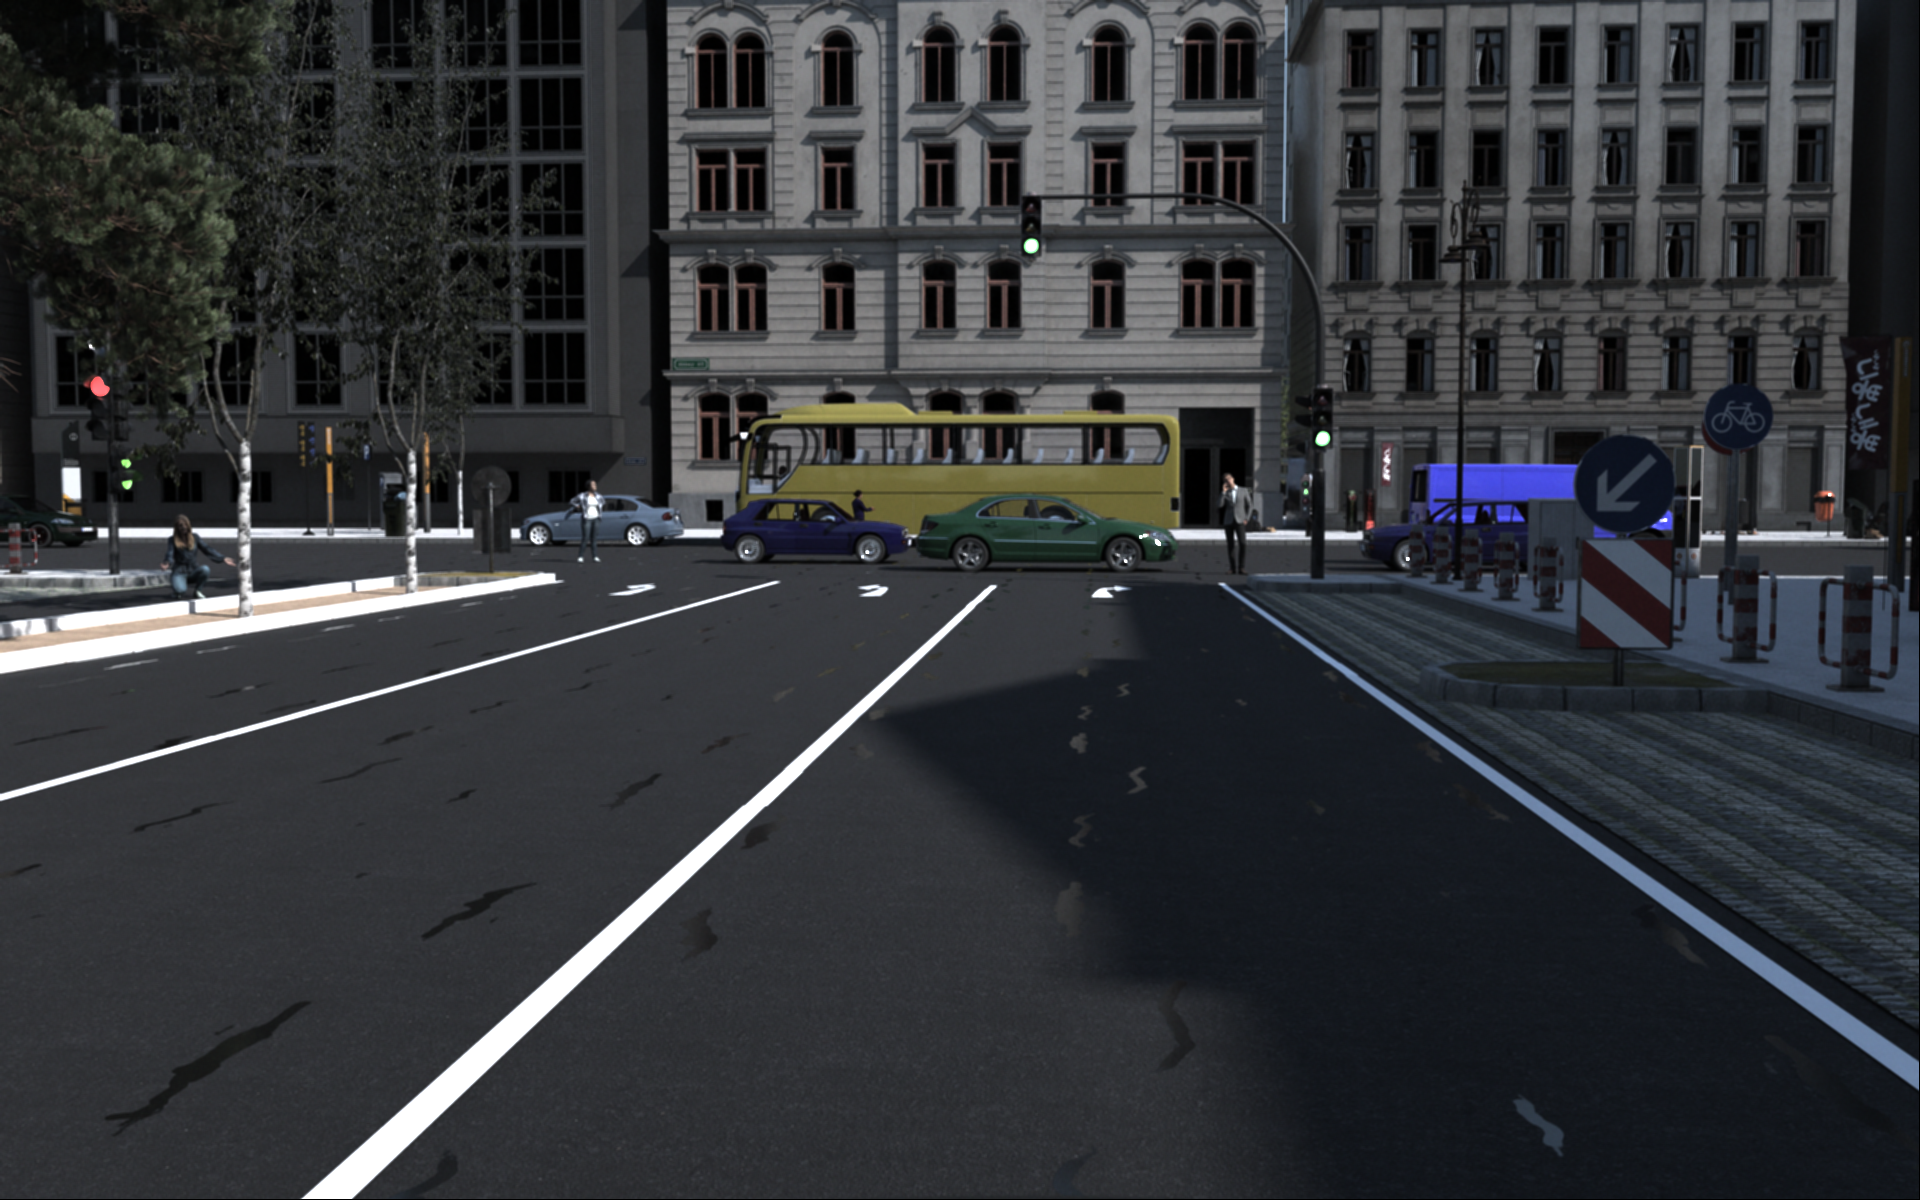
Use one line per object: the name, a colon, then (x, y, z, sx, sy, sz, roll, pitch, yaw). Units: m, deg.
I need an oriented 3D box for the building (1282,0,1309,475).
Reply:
building: (44.438, -34.748, 157.372, 28.713, 52.752, 27.495, 0, 4, 4)

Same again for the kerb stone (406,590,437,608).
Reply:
kerb stone: (-7.014, -0.004, 22.297, 0.120, 0.150, 1.000, 0, 4, 4)

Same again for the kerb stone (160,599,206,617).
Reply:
kerb stone: (-9.252, 0.106, 20.465, 0.120, 0.150, 1.000, 0, 4, 4)

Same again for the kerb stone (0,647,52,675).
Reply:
kerb stone: (-7.645, 0.497, 14.100, 0.120, 0.150, 1.000, 0, 4, 4)

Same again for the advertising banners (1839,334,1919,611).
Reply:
advertising banners: (10.640, -1.381, 18.768, 2.074, 3.025, 0.090, 2, 4, 27)

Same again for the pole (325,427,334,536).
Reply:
pole: (-19.269, -3.614, 52.925, 0.158, 3.312, 0.155, 0, 3, 0)

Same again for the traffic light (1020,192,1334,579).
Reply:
traffic light: (3.302, -3.151, 26.185, 4.771, 5.953, 1.251, 0, 4, 4)

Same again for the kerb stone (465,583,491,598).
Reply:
kerb stone: (-6.855, -0.132, 24.347, 0.120, 0.150, 1.000, 0, 4, 4)

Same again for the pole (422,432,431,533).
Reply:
pole: (-17.669, -3.884, 57.340, 0.158, 3.312, 0.155, 0, 3, 0)

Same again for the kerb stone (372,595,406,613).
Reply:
kerb stone: (-7.095, 0.056, 21.274, 0.120, 0.150, 1.000, 0, 4, 4)

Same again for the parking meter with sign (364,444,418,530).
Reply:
parking meter with sign: (-20.161, -3.986, 61.429, 1.738, 3.016, 0.543, -3, 5, -40)

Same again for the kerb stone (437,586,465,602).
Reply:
kerb stone: (-6.939, -0.069, 23.319, 0.120, 0.150, 1.000, 0, 4, 4)

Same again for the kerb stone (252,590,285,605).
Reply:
kerb stone: (-9.105, -0.020, 22.521, 0.120, 0.150, 1.000, 0, 4, 4)

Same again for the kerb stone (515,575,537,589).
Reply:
kerb stone: (-6.710, -0.254, 26.393, 0.120, 0.150, 1.000, 0, 4, 4)

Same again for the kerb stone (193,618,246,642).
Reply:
kerb stone: (-7.407, 0.307, 17.173, 0.120, 0.150, 1.000, 0, 4, 4)

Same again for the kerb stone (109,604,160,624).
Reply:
kerb stone: (-9.340, 0.173, 19.443, 0.120, 0.150, 1.000, 0, 4, 4)

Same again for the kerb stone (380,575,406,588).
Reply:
kerb stone: (-8.788, -0.267, 26.622, 0.120, 0.150, 1.000, 0, 4, 4)

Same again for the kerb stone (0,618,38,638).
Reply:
kerb stone: (-9.498, 0.294, 17.395, 0.120, 0.150, 1.000, 0, 4, 4)

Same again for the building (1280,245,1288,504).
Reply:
building: (40.133, -33.118, 233.356, 23.993, 40.220, 32.217, 0, 4, 4)

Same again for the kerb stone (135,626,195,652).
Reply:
kerb stone: (-7.480, 0.370, 16.151, 0.120, 0.150, 1.000, 0, 4, 4)

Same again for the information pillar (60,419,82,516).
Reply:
information pillar: (-27.727, -3.838, 54.104, 0.504, 3.616, 0.183, -1, 4, -17)

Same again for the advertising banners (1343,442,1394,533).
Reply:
advertising banners: (13.734, -3.788, 58.119, 2.074, 3.025, 0.090, -2, 4, -27)

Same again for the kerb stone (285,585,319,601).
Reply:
kerb stone: (-9.025, -0.076, 23.543, 0.120, 0.150, 1.000, 0, 4, 4)

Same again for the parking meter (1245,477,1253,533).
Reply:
parking meter: (9.610, -3.173, 57.592, 0.255, 1.863, 0.399, 1, 4, 11)

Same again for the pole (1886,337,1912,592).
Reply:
pole: (12.254, -1.758, 22.588, 0.158, 3.312, 0.155, 0, 3, 0)

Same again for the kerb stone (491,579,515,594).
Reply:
kerb stone: (-6.777, -0.187, 25.369, 0.120, 0.150, 1.000, 0, 4, 4)

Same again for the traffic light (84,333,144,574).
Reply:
traffic light: (-13.512, -2.366, 27.601, 0.839, 4.253, 0.868, 0, 4, 4)

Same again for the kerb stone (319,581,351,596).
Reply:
kerb stone: (-8.951, -0.145, 24.573, 0.120, 0.150, 1.000, 0, 4, 4)

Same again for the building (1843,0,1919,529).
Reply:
building: (44.044, -16.538, 63.910, 24.014, 27.812, 14.314, 0, 4, 4)

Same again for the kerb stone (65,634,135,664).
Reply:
kerb stone: (-7.565, 0.432, 15.129, 0.120, 0.150, 1.000, 0, 4, 4)

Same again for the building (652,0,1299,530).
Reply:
building: (0.903, -17.156, 67.894, 23.554, 28.519, 14.401, 0, 4, 4)

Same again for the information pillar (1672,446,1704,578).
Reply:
information pillar: (11.119, -1.345, 26.487, 0.304, 2.012, 0.304, -2, 4, -27)

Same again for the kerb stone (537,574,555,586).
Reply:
kerb stone: (-6.622, -0.319, 27.414, 0.120, 0.150, 1.000, 0, 4, 4)

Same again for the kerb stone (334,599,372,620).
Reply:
kerb stone: (-7.167, 0.119, 20.245, 0.120, 0.150, 1.000, 0, 4, 4)

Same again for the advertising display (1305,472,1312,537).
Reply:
advertising display: (10.540, -2.866, 52.069, 0.123, 1.923, 0.974, 2, 4, 26)

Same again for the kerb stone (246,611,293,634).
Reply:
kerb stone: (-7.328, 0.244, 18.200, 0.120, 0.150, 1.000, 0, 4, 4)

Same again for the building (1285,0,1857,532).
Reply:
building: (21.667, -13.130, 63.826, 18.267, 20.994, 9.793, 0, 4, 4)

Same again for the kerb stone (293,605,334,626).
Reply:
kerb stone: (-7.250, 0.182, 19.223, 0.120, 0.150, 1.000, 0, 4, 4)

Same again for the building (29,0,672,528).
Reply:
building: (-22.828, -16.881, 69.507, 24.014, 27.812, 14.314, 0, 4, 4)

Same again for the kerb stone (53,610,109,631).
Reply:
kerb stone: (-9.420, 0.231, 18.418, 0.120, 0.150, 1.000, 0, 4, 4)

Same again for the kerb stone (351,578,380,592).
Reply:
kerb stone: (-8.873, -0.208, 25.596, 0.120, 0.150, 1.000, 0, 4, 4)

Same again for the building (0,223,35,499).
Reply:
building: (-48.101, -16.723, 70.691, 25.104, 27.353, 12.463, 0, 4, 4)

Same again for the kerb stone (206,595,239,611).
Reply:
kerb stone: (-9.185, 0.046, 21.492, 0.120, 0.150, 1.000, 0, 4, 4)
